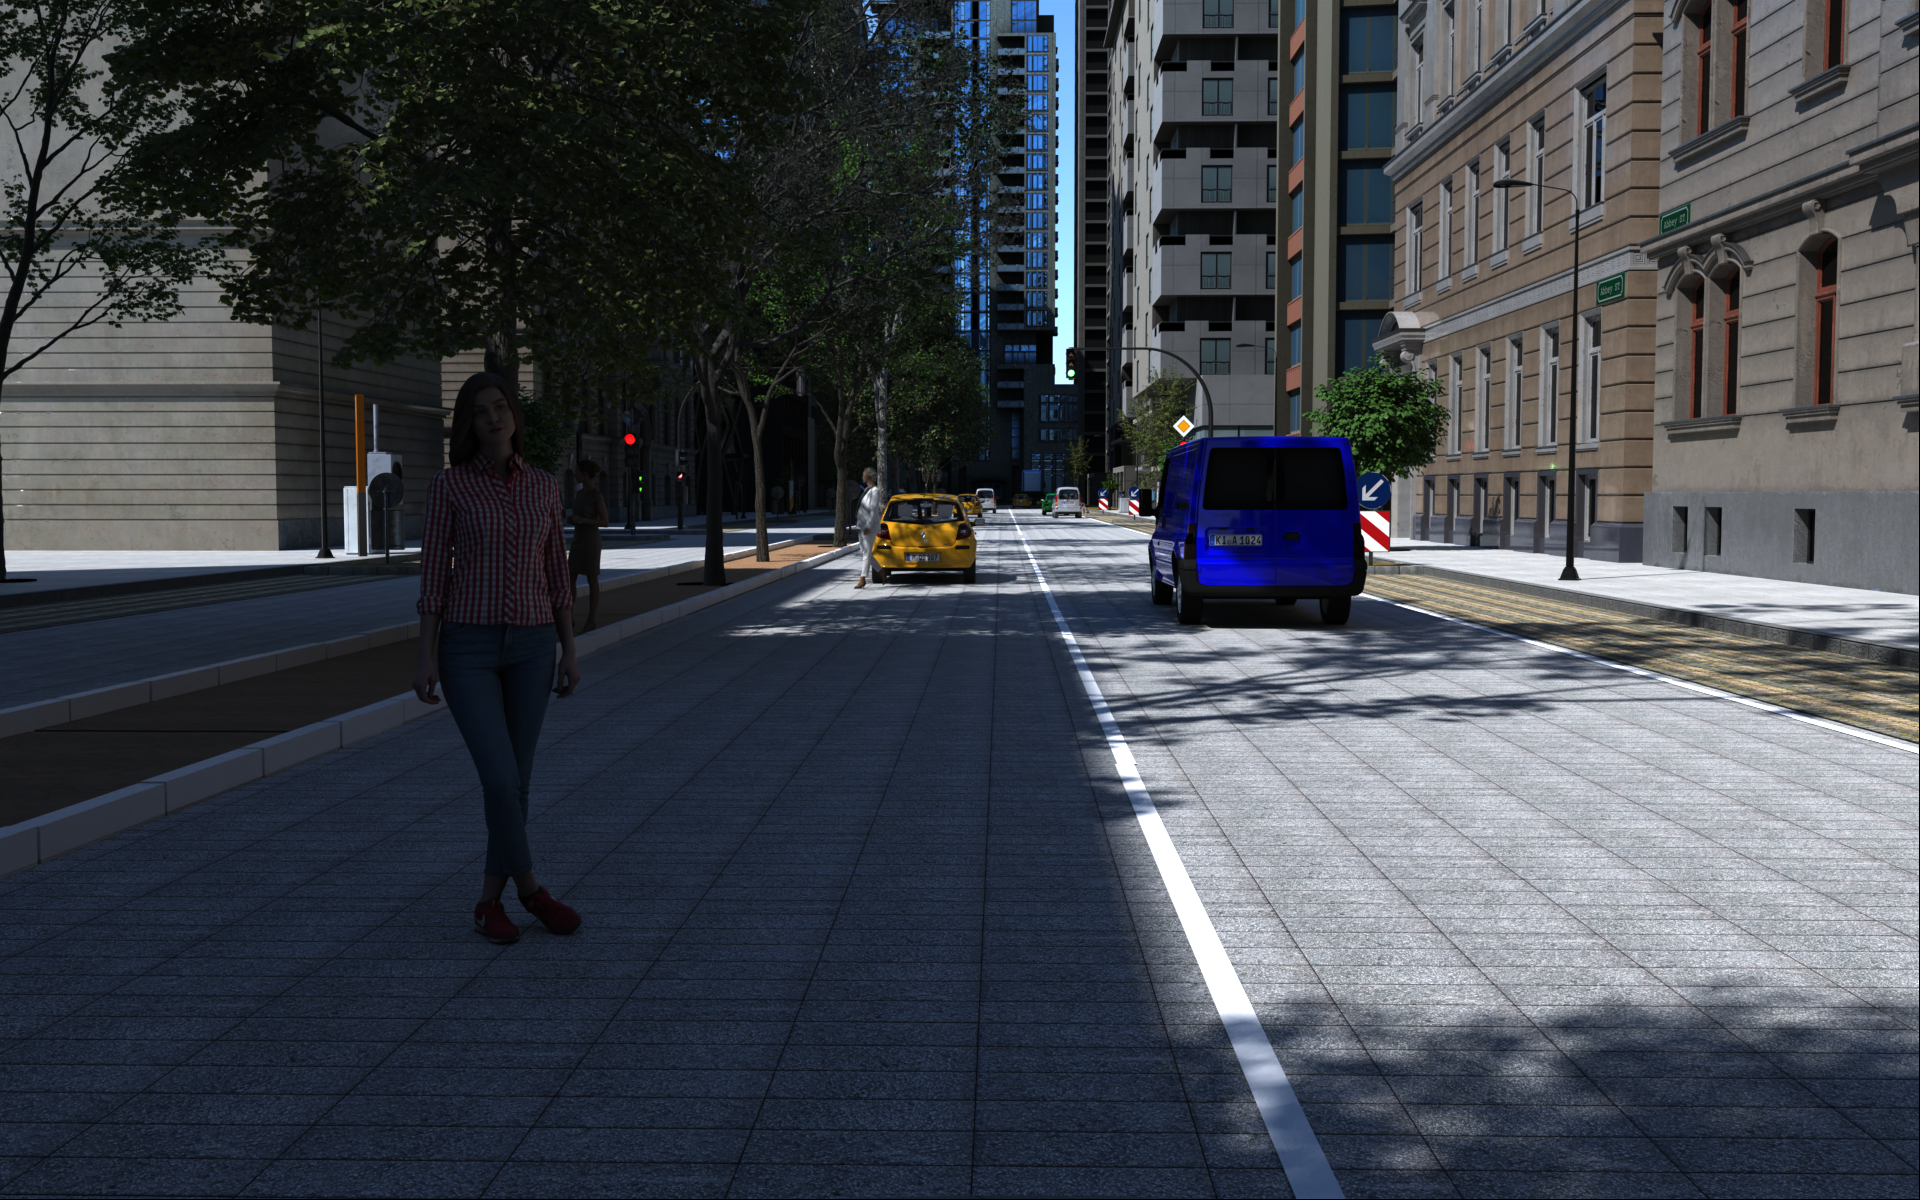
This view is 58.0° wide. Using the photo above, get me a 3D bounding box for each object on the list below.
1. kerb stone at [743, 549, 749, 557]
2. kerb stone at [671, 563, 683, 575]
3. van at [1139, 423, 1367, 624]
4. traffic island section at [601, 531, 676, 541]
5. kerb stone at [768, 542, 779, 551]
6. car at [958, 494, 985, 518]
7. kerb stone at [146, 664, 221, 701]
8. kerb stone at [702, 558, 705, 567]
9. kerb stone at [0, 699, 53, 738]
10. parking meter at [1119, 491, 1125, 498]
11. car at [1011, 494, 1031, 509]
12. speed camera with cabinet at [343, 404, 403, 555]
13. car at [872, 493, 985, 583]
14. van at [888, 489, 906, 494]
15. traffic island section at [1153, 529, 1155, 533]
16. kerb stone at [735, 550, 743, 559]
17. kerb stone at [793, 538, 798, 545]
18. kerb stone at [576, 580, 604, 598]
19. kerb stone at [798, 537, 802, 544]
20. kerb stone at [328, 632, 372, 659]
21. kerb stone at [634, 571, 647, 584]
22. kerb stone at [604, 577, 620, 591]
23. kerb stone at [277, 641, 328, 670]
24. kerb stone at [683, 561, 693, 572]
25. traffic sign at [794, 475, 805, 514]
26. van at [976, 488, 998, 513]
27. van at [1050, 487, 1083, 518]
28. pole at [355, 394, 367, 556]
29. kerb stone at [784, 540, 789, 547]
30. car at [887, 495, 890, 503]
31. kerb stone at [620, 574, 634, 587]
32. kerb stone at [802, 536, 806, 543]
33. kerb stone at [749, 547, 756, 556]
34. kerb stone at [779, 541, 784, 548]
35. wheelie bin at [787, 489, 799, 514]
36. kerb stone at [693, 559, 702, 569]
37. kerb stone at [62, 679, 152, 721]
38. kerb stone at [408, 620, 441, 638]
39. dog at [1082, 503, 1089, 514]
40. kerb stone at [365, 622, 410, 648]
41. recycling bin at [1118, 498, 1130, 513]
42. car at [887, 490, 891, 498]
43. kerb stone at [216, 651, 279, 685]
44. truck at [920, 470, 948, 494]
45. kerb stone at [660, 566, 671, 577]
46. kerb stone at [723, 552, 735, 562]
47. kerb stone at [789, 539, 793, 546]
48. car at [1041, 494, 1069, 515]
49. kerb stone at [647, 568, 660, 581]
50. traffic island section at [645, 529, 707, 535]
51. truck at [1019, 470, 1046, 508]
[{"bbox_3d":[-4.938,-1.026,39.028,0.120,0.150,1.000,0,4,1],"label":"kerb stone"},{"bbox_3d":[-5.132,-0.528,30.823,0.120,0.150,1.000,0,4,1],"label":"kerb stone"},{"bbox_3d":[3.383,-0.998,20.704,2.240,2.365,5.245,0,4,2],"label":"van"},{"bbox_3d":[-10.260,-1.956,54.264,2.009,0.180,2.903,0,4,1],"label":"traffic island section"},{"bbox_3d":[-4.809,-1.343,44.153,0.120,0.150,1.000,0,4,1],"label":"kerb stone"},{"bbox_3d":[0.494,-5.850,105.875,2.015,1.641,3.980,0,4,2],"label":"car"},{"bbox_3d":[-5.590,0.600,12.385,0.120,0.150,1.000,0,4,1],"label":"kerb stone"},{"bbox_3d":[-5.069,-0.712,33.899,0.120,0.150,1.000,0,4,1],"label":"kerb stone"},{"bbox_3d":[-5.643,0.726,10.330,0.120,0.150,1.000,0,4,1],"label":"kerb stone"},{"bbox_3d":[11.583,-7.062,123.872,0.372,1.533,0.369,0,3,0],"label":"parking meter"},{"bbox_3d":[5.926,-9.646,167.928,2.015,1.641,3.980,0,4,2],"label":"car"},{"bbox_3d":[-12.702,-2.642,37.533,0.660,3.252,2.038,0,4,2],"label":"speed camera with cabinet"},{"bbox_3d":[-0.579,-1.163,29.244,2.015,1.641,3.980,0,3,0],"label":"car"},{"bbox_3d":[-4.856,-7.736,133.490,2.013,2.044,4.112,0,4,-1],"label":"van"},{"bbox_3d":[7.971,-2.417,61.802,2.009,0.180,2.903,0,4,1],"label":"traffic island section"},{"bbox_3d":[-4.957,-0.964,38.002,0.120,0.150,1.000,0,4,1],"label":"kerb stone"},{"bbox_3d":[-4.716,-1.593,48.247,0.120,0.150,1.000,0,4,1],"label":"kerb stone"},{"bbox_3d":[-5.290,-0.149,24.672,0.120,0.150,1.000,0,4,1],"label":"kerb stone"},{"bbox_3d":[-4.686,-1.653,49.277,0.120,0.150,1.000,0,4,1],"label":"kerb stone"},{"bbox_3d":[-5.511,0.425,15.450,0.120,0.150,1.000,0,4,1],"label":"kerb stone"},{"bbox_3d":[-5.213,-0.339,27.752,0.120,0.150,1.000,0,4,1],"label":"kerb stone"},{"bbox_3d":[-5.259,-0.214,25.694,0.120,0.150,1.000,0,4,1],"label":"kerb stone"},{"bbox_3d":[-5.538,0.477,14.428,0.120,0.150,1.000,0,4,1],"label":"kerb stone"},{"bbox_3d":[-5.113,-0.585,31.847,0.120,0.150,1.000,0,4,1],"label":"kerb stone"},{"bbox_3d":[-10.489,-6.916,113.189,0.768,2.556,0.104,1,4,8],"label":"traffic sign"},{"bbox_3d":[1.876,-7.501,129.646,2.013,2.044,4.112,0,4,1],"label":"van"},{"bbox_3d":[6.406,-5.924,103.875,2.013,2.044,4.112,0,4,1],"label":"van"},{"bbox_3d":[-12.312,-2.554,35.601,0.158,3.312,0.155,0,3,0],"label":"pole"},{"bbox_3d":[-4.760,-1.468,46.196,0.120,0.150,1.000,0,4,1],"label":"kerb stone"},{"bbox_3d":[-4.726,-5.245,97.759,2.014,1.417,4.499,0,4,3],"label":"car"},{"bbox_3d":[-5.240,-0.276,26.721,0.120,0.150,1.000,0,4,1],"label":"kerb stone"},{"bbox_3d":[-4.661,-1.719,50.298,0.120,0.150,1.000,0,4,1],"label":"kerb stone"},{"bbox_3d":[-4.909,-1.092,40.057,0.120,0.150,1.000,0,4,1],"label":"kerb stone"},{"bbox_3d":[-4.782,-1.405,45.174,0.120,0.150,1.000,0,4,1],"label":"kerb stone"},{"bbox_3d":[-10.657,-6.274,110.489,0.693,1.594,0.980,0,4,-1],"label":"wheelie bin"},{"bbox_3d":[-5.086,-0.651,32.877,0.120,0.150,1.000,0,4,1],"label":"kerb stone"},{"bbox_3d":[-5.620,0.663,11.356,0.120,0.150,1.000,0,4,1],"label":"kerb stone"},{"bbox_3d":[-5.465,0.288,17.505,0.120,0.150,1.000,0,4,1],"label":"kerb stone"},{"bbox_3d":[8.803,-6.396,121.411,0.513,0.831,0.800,-1,4,-9],"label":"dog"},{"bbox_3d":[-5.489,0.350,16.473,0.120,0.150,1.000,0,4,1],"label":"kerb stone"},{"bbox_3d":[11.240,-6.477,118.449,0.722,1.027,0.722,0,4,-4],"label":"recycling bin"},{"bbox_3d":[-5.099,-6.826,120.397,1.959,1.807,4.718,0,4,0],"label":"car"},{"bbox_3d":[-5.563,0.538,13.406,0.120,0.150,1.000,0,4,1],"label":"kerb stone"},{"bbox_3d":[-3.026,-13.321,206.718,2.839,4.237,11.283,0,4,3],"label":"truck"},{"bbox_3d":[-5.171,-0.463,29.800,0.120,0.150,1.000,0,4,1],"label":"kerb stone"},{"bbox_3d":[-4.991,-0.904,36.981,0.120,0.150,1.000,0,4,1],"label":"kerb stone"},{"bbox_3d":[-4.736,-1.530,47.218,0.120,0.150,1.000,0,4,1],"label":"kerb stone"},{"bbox_3d":[6.465,-6.646,117.464,1.959,1.807,4.718,0,4,1],"label":"car"},{"bbox_3d":[-5.184,-0.403,28.778,0.120,0.150,1.000,0,4,1],"label":"kerb stone"},{"bbox_3d":[-10.065,-2.444,62.246,2.009,0.180,2.903,0,4,1],"label":"traffic island section"},{"bbox_3d":[7.789,-11.916,184.589,2.967,4.110,18.799,0,4,2],"label":"truck"}]
